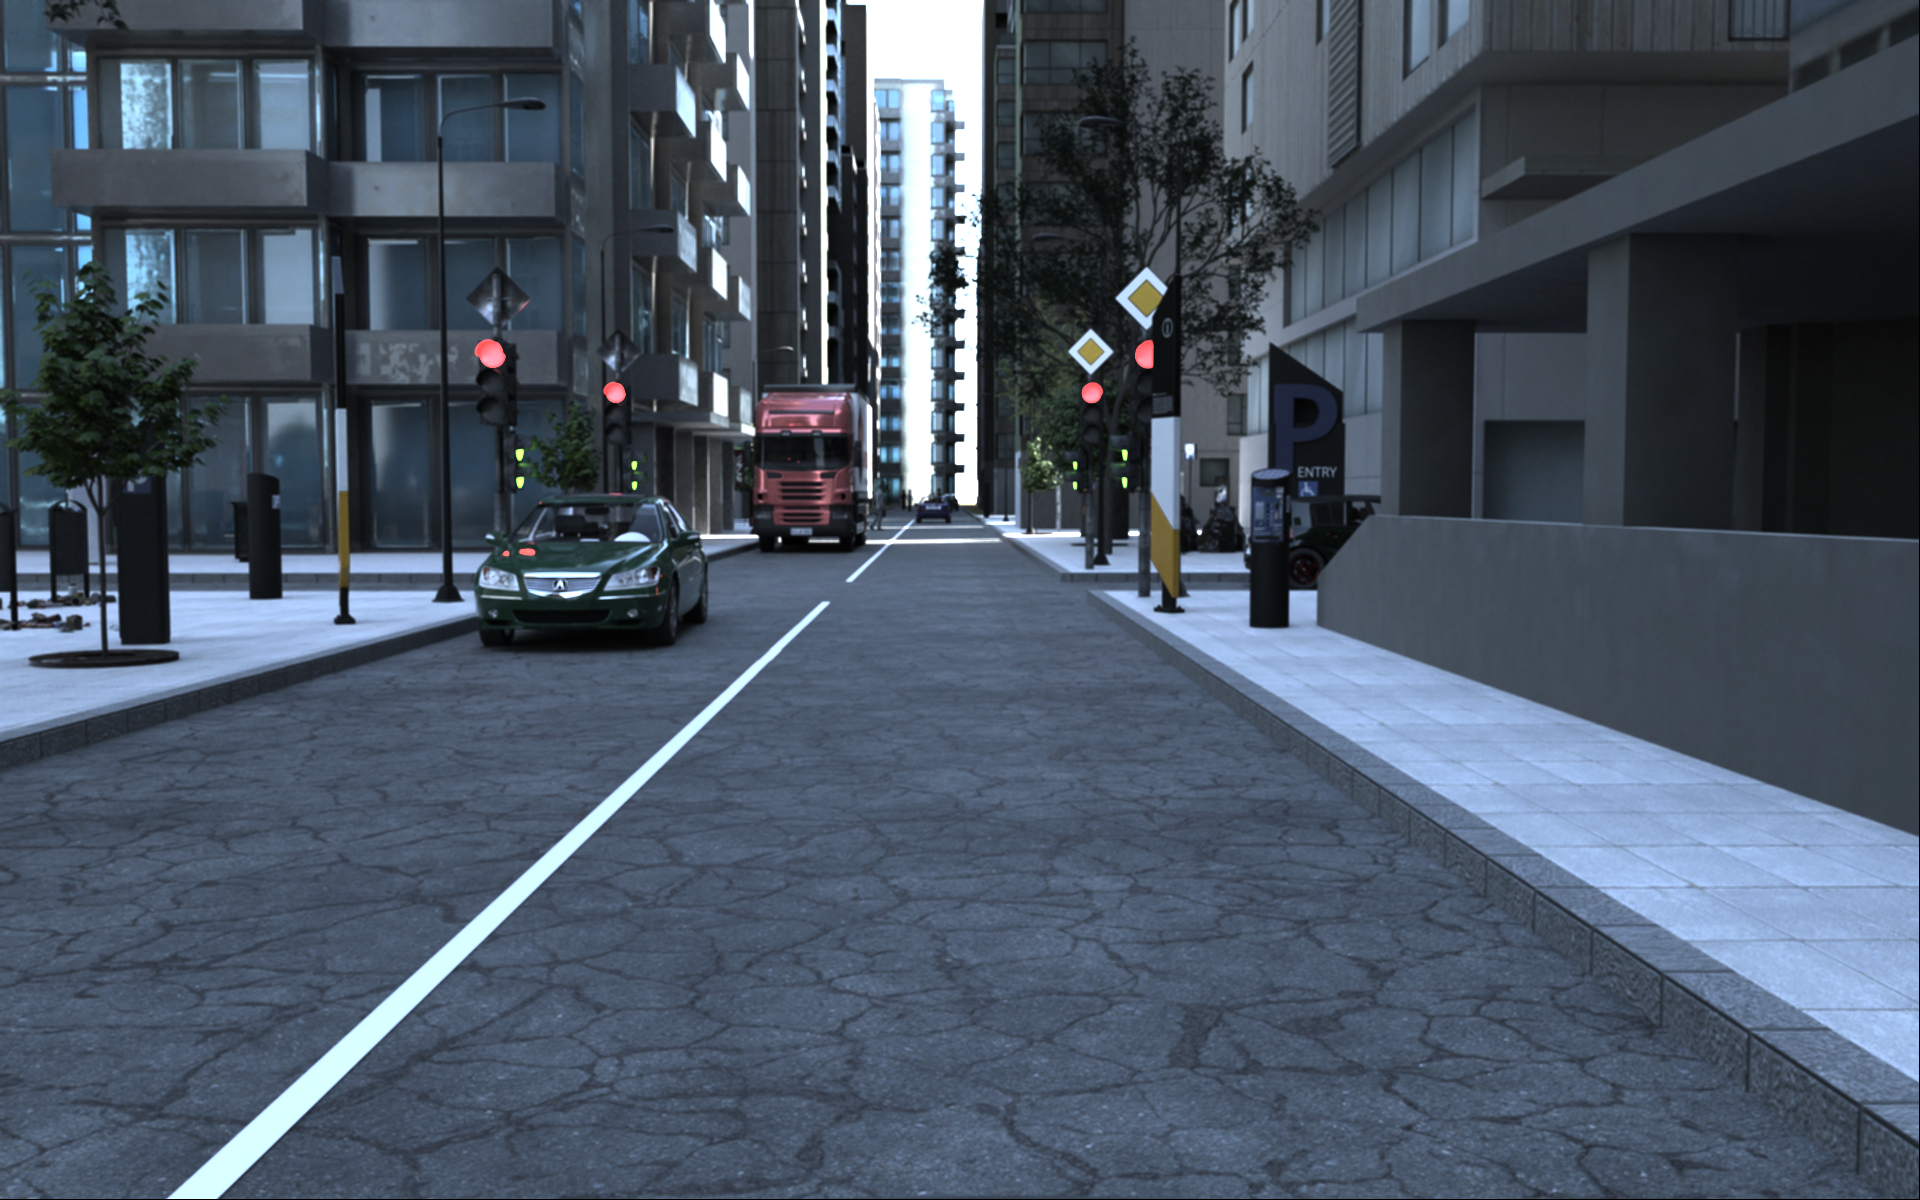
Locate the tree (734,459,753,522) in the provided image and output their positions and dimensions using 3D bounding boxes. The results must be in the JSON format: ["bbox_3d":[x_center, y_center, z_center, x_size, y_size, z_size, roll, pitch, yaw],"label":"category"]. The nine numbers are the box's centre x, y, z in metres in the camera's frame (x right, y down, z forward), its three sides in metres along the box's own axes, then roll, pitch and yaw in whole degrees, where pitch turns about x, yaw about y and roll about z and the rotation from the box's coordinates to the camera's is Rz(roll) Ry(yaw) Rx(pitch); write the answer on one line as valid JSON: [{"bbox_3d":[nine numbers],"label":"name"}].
[{"bbox_3d":[-9.929,-5.208,79.750,1.663,3.219,1.824,0,3,0],"label":"tree"}]

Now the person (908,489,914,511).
[{"bbox_3d":[-4.147,-8.305,144.269,0.705,1.826,1.348,1,4,14],"label":"person"}]

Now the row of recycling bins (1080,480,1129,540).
[{"bbox_3d":[4.226,-2.645,50.364,1.069,1.692,3.534,0,4,-6],"label":"row of recycling bins"}]

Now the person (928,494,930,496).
[{"bbox_3d":[-2.824,-9.007,159.025,0.557,1.426,1.065,0,4,-2],"label":"person"}]

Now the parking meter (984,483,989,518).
[{"bbox_3d":[1.428,-5.386,93.764,0.255,1.863,0.399,0,4,-6],"label":"parking meter"}]

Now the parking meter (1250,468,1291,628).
[{"bbox_3d":[2.990,-0.507,16.698,0.372,1.533,0.369,0,3,0],"label":"parking meter"}]

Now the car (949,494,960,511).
[{"bbox_3d":[-1.025,-8.365,148.568,2.131,1.459,4.920,0,4,0],"label":"car"}]

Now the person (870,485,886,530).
[{"bbox_3d":[-3.177,-3.679,68.780,0.853,1.813,0.709,-3,5,-39],"label":"person"}]

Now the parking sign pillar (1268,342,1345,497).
[{"bbox_3d":[6.149,-2.586,30.760,1.447,3.967,1.447,0,4,2],"label":"parking sign pillar"}]

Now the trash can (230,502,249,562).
[{"bbox_3d":[-13.410,-1.293,32.788,0.748,1.137,0.748,0,3,0],"label":"trash can"}]

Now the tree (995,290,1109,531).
[{"bbox_3d":[3.344,-6.690,59.739,4.737,8.622,4.395,0,3,0],"label":"tree"}]

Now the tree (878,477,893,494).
[{"bbox_3d":[-8.141,-11.469,182.112,1.663,3.219,1.824,0,3,0],"label":"tree"}]

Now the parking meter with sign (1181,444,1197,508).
[{"bbox_3d":[7.276,-3.871,59.558,1.738,3.016,0.543,-2,4,-32],"label":"parking meter with sign"}]

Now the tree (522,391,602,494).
[{"bbox_3d":[-7.224,-2.337,32.816,1.663,3.219,1.824,0,3,0],"label":"tree"}]

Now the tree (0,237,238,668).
[{"bbox_3d":[-6.581,-1.127,13.022,1.663,3.219,1.824,0,3,0],"label":"tree"}]

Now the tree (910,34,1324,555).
[{"bbox_3d":[3.061,-6.225,36.193,8.767,10.594,7.601,0,4,3],"label":"tree"}]

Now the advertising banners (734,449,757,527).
[{"bbox_3d":[-8.103,-4.415,68.378,2.074,3.025,0.090,-3,5,-44],"label":"advertising banners"}]

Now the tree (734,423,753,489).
[{"bbox_3d":[-7.955,-5.378,71.641,4.285,4.588,4.351,0,3,0],"label":"tree"}]

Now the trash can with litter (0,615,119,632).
[{"bbox_3d":[-8.987,-0.330,16.458,2.233,1.210,1.678,1,4,20],"label":"trash can with litter"}]

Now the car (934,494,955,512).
[{"bbox_3d":[-1.487,-7.883,140.687,2.131,1.459,4.920,0,4,0],"label":"car"}]

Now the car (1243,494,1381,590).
[{"bbox_3d":[6.477,-1.024,26.530,4.222,1.686,2.009,0,4,-1],"label":"car"}]

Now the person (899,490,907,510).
[{"bbox_3d":[-5.193,-9.213,159.091,0.705,1.831,1.348,-2,4,-34],"label":"person"}]

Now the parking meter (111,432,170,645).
[{"bbox_3d":[-7.010,-0.557,14.811,0.399,1.863,0.255,-1,4,-11],"label":"parking meter"}]

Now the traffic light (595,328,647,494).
[{"bbox_3d":[-5.763,-2.475,29.394,0.839,4.253,0.868,0,4,-1],"label":"traffic light"}]

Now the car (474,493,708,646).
[{"bbox_3d":[-3.681,-0.372,17.885,2.131,1.459,4.920,0,4,-2],"label":"car"}]

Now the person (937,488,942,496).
[{"bbox_3d":[-1.375,-6.282,111.304,0.705,1.812,1.348,-1,4,-8],"label":"person"}]

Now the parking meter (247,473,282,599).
[{"bbox_3d":[-8.519,-0.783,21.215,0.372,1.533,0.369,0,3,0],"label":"parking meter"}]

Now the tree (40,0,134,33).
[{"bbox_3d":[-6.600,-4.455,7.247,8.767,10.594,7.601,0,3,0],"label":"tree"}]

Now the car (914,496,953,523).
[{"bbox_3d":[-1.316,-4.499,86.142,1.945,1.354,3.894,0,4,-1],"label":"car"}]

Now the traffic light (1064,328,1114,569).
[{"bbox_3d":[2.197,-2.482,29.494,0.839,4.253,0.868,0,4,-1],"label":"traffic light"}]

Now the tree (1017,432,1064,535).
[{"bbox_3d":[2.364,-3.636,54.049,1.663,3.219,1.824,0,3,0],"label":"tree"}]

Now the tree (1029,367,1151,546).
[{"bbox_3d":[3.415,-3.637,43.184,4.285,4.588,4.351,0,3,0],"label":"tree"}]
